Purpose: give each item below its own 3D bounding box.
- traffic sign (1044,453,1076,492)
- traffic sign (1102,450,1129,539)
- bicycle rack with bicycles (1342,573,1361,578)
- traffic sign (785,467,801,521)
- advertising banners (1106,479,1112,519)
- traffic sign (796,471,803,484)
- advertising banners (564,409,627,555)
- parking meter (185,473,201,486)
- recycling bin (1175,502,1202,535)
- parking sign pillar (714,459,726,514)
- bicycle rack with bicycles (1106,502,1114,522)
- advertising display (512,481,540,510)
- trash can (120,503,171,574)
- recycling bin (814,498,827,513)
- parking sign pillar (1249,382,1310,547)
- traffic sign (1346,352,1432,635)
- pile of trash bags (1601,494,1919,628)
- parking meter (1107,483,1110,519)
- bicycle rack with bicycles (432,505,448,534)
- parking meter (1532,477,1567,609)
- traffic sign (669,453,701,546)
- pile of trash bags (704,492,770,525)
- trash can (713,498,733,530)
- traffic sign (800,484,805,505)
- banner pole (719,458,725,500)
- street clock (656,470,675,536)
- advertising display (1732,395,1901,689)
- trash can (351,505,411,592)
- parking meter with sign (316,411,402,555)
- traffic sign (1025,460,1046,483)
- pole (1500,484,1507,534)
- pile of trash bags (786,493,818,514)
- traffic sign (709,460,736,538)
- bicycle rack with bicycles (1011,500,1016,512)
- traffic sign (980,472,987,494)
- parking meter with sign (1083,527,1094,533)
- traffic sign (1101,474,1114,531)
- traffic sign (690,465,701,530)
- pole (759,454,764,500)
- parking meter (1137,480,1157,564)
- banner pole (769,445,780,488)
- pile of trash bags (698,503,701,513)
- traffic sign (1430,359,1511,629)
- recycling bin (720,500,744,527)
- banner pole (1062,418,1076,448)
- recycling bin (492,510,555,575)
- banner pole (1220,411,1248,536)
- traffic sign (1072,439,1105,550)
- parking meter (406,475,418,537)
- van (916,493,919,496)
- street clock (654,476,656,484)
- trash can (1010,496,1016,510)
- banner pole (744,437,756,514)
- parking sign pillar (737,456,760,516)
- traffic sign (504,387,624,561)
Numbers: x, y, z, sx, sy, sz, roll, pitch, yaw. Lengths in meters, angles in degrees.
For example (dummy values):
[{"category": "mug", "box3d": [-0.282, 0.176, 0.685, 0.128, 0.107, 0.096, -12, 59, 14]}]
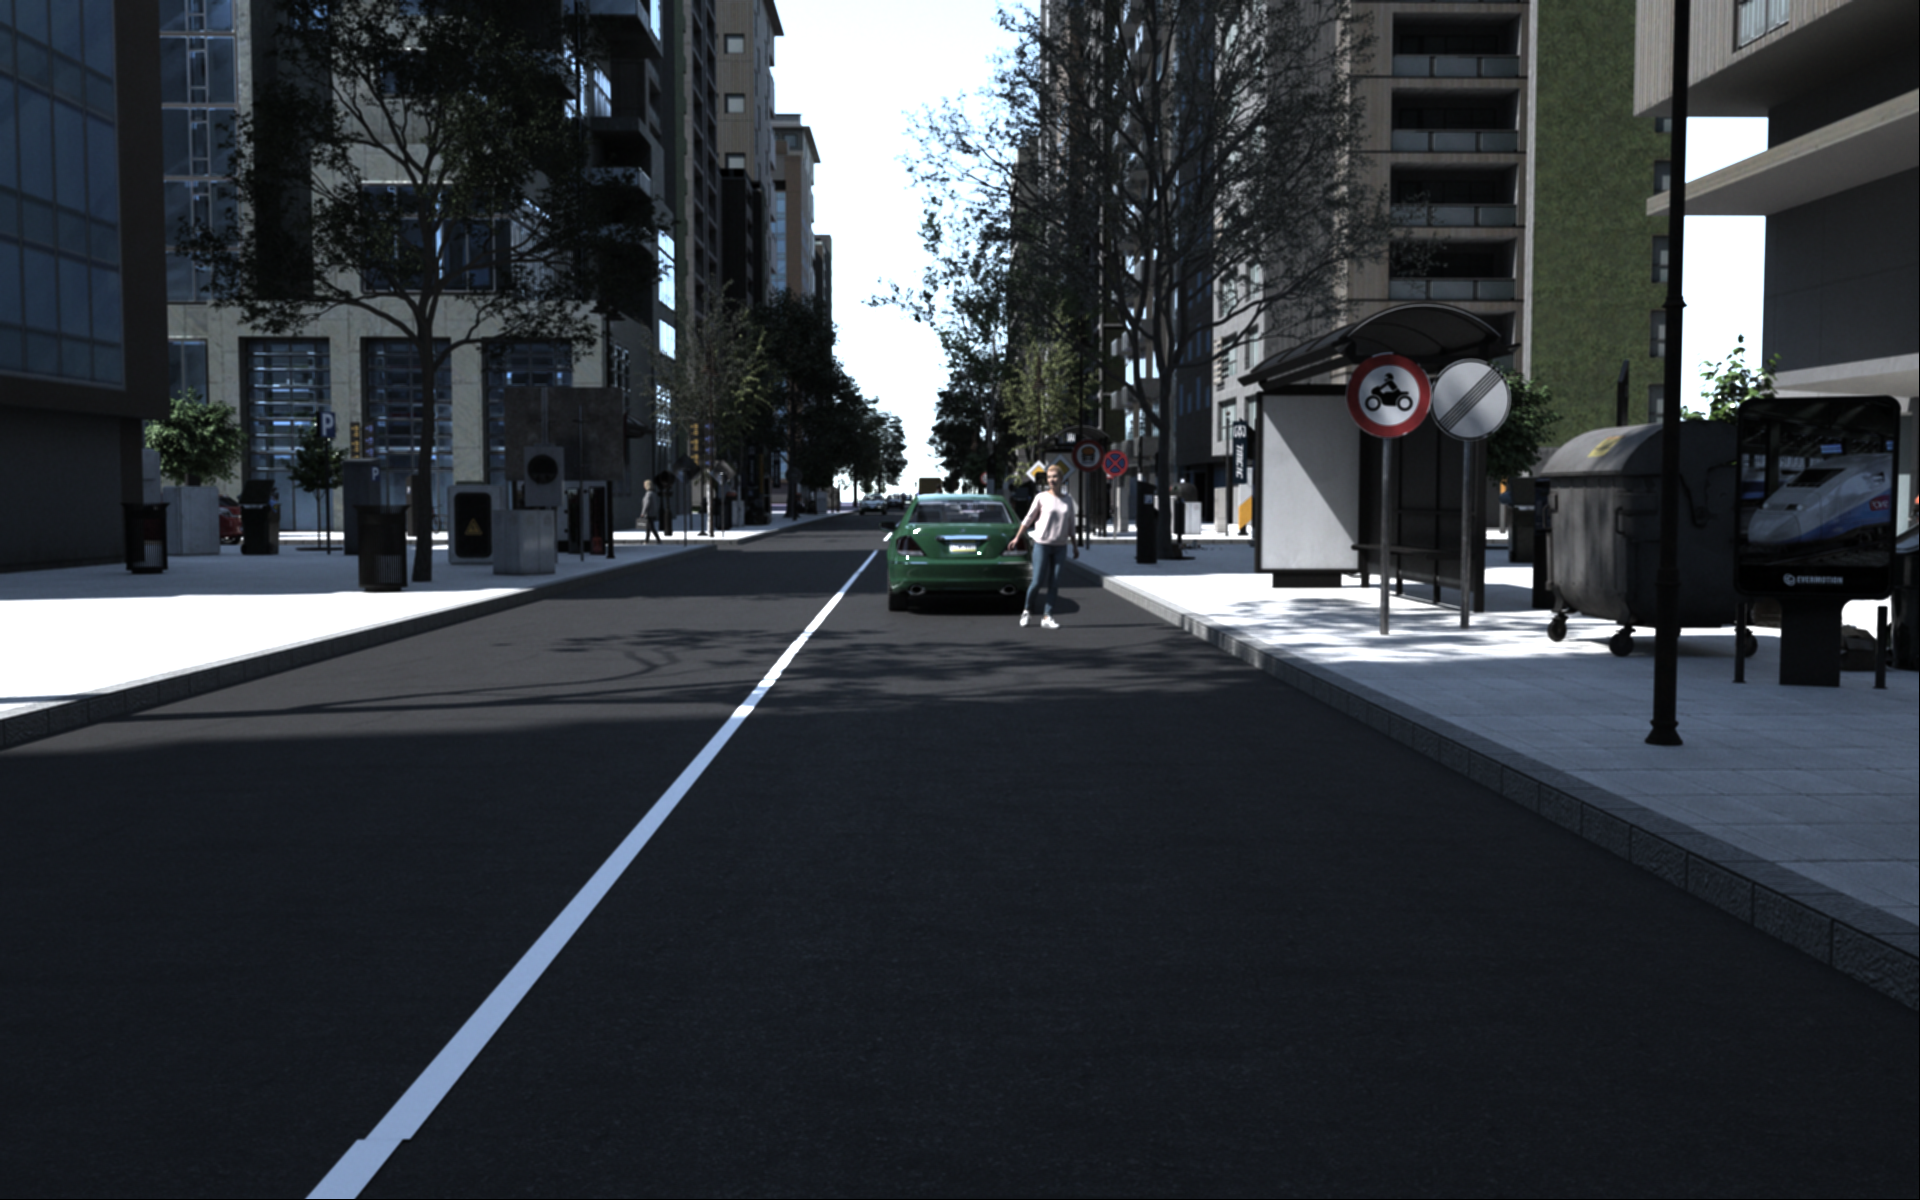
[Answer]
[{"category": "traffic sign", "box3d": [2.461, -2.383, 42.599, 0.795, 2.450, 0.064, 0, 4, -1]}, {"category": "traffic sign", "box3d": [4.462, -3.042, 49.847, 0.768, 2.556, 0.104, 0, 4, 5]}, {"category": "bicycle rack with bicycles", "box3d": [6.603, -0.833, 27.003, 2.925, 0.926, 2.852, 1, 4, 13]}, {"category": "traffic sign", "box3d": [-7.932, -5.028, 82.309, 0.768, 2.556, 0.104, 0, 4, 5]}, {"category": "advertising banners", "box3d": [7.254, -5.491, 85.958, 0.090, 3.025, 2.074, -1, 4, -12]}, {"category": "traffic sign", "box3d": [-8.267, -5.313, 86.967, 0.768, 2.556, 0.104, 0, 4, 1]}, {"category": "advertising banners", "box3d": [-7.674, -2.467, 36.531, 2.074, 3.025, 0.090, 3, 5, 40]}, {"category": "parking meter", "box3d": [-21.833, -2.670, 49.359, 0.255, 1.863, 0.399, 3, 5, 44]}, {"category": "recycling bin", "box3d": [7.190, -2.569, 54.550, 0.722, 1.027, 0.722, 0, 4, -3]}, {"category": "parking sign pillar", "box3d": [-14.924, -7.335, 108.395, 1.447, 3.967, 1.447, 1, 4, 9]}, {"category": "bicycle rack with bicycles", "box3d": [6.347, -3.973, 78.345, 2.852, 0.926, 2.925, -3, 4, -39]}, {"category": "advertising display", "box3d": [-10.470, -2.241, 41.858, 0.123, 1.923, 0.974, 1, 4, 23]}, {"category": "trash can", "box3d": [-13.126, -0.996, 27.938, 0.748, 1.137, 0.748, 0, 3, 0]}, {"category": "recycling bin", "box3d": [-9.356, -6.341, 116.221, 0.722, 1.027, 0.722, -1, 4, -16]}, {"category": "parking sign pillar", "box3d": [7.778, -3.277, 42.045, 1.447, 3.967, 1.447, 0, 3, 0]}, {"category": "traffic sign", "box3d": [3.868, -0.954, 15.705, 0.768, 2.556, 0.104, 0, 4, 4]}, {"category": "pile of trash bags", "box3d": [8.157, -0.449, 17.087, 3.447, 1.369, 1.912, 1, 4, 15]}, {"category": "parking meter", "box3d": [7.582, -5.149, 89.895, 0.399, 1.863, 0.255, -2, 4, -35]}, {"category": "bicycle rack with bicycles", "box3d": [-16.025, -2.621, 56.229, 2.852, 0.926, 2.925, -3, 4, -39]}, {"category": "parking meter", "box3d": [6.631, -0.674, 19.429, 0.372, 1.533, 0.369, 0, 3, 0]}, {"category": "traffic sign", "box3d": [-6.731, -2.372, 42.429, 0.795, 2.450, 0.064, 0, 4, -1]}, {"category": "pile of trash bags", "box3d": [-9.006, -3.754, 71.134, 1.912, 1.369, 3.447, 0, 4, 7]}, {"category": "trash can", "box3d": [-8.459, -3.071, 61.871, 0.748, 1.137, 0.748, 0, 3, 0]}, {"category": "traffic sign", "box3d": [-10.384, -7.070, 115.695, 0.768, 2.556, 0.104, 0, 4, 7]}, {"category": "banner pole", "box3d": [-14.678, -7.130, 106.593, 0.401, 3.779, 0.863, -3, 5, -41]}, {"category": "street clock", "box3d": [-8.878, -2.941, 52.654, 0.471, 2.002, 0.358, 3, 5, 43]}, {"category": "advertising display", "box3d": [5.693, -0.388, 11.554, 0.974, 1.923, 0.123, 2, 4, 25]}, {"category": "trash can", "box3d": [-7.589, -0.679, 22.758, 0.748, 1.137, 0.748, 0, 3, 0]}, {"category": "parking meter with sign", "box3d": [-12.623, -2.463, 36.532, 1.738, 3.016, 0.543, 1, 4, 15]}, {"category": "traffic sign", "box3d": [2.295, -2.871, 50.583, 0.795, 2.450, 0.064, 0, 4, -1]}, {"category": "pole", "box3d": [17.545, -3.794, 55.883, 0.158, 3.312, 0.155, 0, 3, 0]}, {"category": "pile of trash bags", "box3d": [-10.463, -6.362, 113.778, 1.912, 1.369, 3.447, -1, 4, -13]}, {"category": "traffic sign", "box3d": [-6.898, -2.861, 50.412, 0.795, 2.450, 0.064, 0, 4, -1]}, {"category": "bicycle rack with bicycles", "box3d": [3.128, -5.452, 102.528, 2.925, 0.926, 2.852, -1, 4, -12]}, {"category": "traffic sign", "box3d": [1.522, -6.028, 98.662, 0.768, 2.556, 0.104, 0, 4, 4]}, {"category": "parking meter with sign", "box3d": [4.339, -3.795, 58.305, 0.543, 3.016, 1.738, 0, 4, -4]}, {"category": "traffic sign", "box3d": [4.936, -3.695, 60.420, 0.884, 2.594, 0.081, 0, 4, 3]}, {"category": "traffic sign", "box3d": [-9.604, -3.773, 61.801, 0.768, 2.556, 0.104, 0, 4, 4]}, {"category": "pole", "box3d": [-10.015, -5.724, 87.435, 0.158, 3.312, 0.155, 0, 3, 0]}, {"category": "parking meter", "box3d": [3.455, -1.443, 32.009, 0.372, 1.533, 0.369, 0, 3, 0]}, {"category": "banner pole", "box3d": [-9.412, -5.975, 87.712, 0.863, 3.779, 0.401, 2, 4, 32]}, {"category": "pile of trash bags", "box3d": [-15.709, -6.388, 114.199, 3.447, 1.369, 1.912, 3, 5, 45]}, {"category": "traffic sign", "box3d": [4.814, -0.999, 16.442, 0.768, 2.556, 0.104, 0, 4, 0]}, {"category": "recycling bin", "box3d": [-8.964, -3.395, 68.062, 0.722, 1.027, 0.722, 2, 4, 35]}, {"category": "banner pole", "box3d": [3.544, -4.084, 56.793, 0.401, 3.779, 0.863, -3, 4, -36]}, {"category": "recycling bin", "box3d": [-6.986, -0.928, 27.735, 0.722, 1.027, 0.722, 3, 4, 36]}, {"category": "banner pole", "box3d": [8.309, -3.816, 52.404, 0.863, 3.779, 0.401, 2, 4, 29]}, {"category": "traffic sign", "box3d": [2.950, -2.435, 39.911, 0.768, 2.556, 0.104, 0, 4, 1]}, {"category": "parking meter", "box3d": [-16.457, -2.836, 52.085, 0.255, 1.863, 0.399, -3, 5, -45]}, {"category": "van", "box3d": [-4.389, -12.950, 216.115, 2.240, 2.365, 5.245, 0, 4, -1]}, {"category": "street clock", "box3d": [-10.460, -3.435, 60.733, 0.471, 2.002, 0.358, -1, 4, -19]}, {"category": "trash can", "box3d": [3.102, -5.674, 104.421, 0.748, 1.137, 0.748, 0, 3, 0]}, {"category": "banner pole", "box3d": [-9.167, -5.226, 75.464, 0.863, 3.779, 0.401, 3, 5, 41]}, {"category": "parking sign pillar", "box3d": [-12.337, -6.898, 101.261, 1.447, 3.967, 1.447, -2, 4, -32]}, {"category": "traffic sign", "box3d": [-7.552, -2.396, 33.045, 2.265, 3.308, 0.079, 0, 3, 0]}]
